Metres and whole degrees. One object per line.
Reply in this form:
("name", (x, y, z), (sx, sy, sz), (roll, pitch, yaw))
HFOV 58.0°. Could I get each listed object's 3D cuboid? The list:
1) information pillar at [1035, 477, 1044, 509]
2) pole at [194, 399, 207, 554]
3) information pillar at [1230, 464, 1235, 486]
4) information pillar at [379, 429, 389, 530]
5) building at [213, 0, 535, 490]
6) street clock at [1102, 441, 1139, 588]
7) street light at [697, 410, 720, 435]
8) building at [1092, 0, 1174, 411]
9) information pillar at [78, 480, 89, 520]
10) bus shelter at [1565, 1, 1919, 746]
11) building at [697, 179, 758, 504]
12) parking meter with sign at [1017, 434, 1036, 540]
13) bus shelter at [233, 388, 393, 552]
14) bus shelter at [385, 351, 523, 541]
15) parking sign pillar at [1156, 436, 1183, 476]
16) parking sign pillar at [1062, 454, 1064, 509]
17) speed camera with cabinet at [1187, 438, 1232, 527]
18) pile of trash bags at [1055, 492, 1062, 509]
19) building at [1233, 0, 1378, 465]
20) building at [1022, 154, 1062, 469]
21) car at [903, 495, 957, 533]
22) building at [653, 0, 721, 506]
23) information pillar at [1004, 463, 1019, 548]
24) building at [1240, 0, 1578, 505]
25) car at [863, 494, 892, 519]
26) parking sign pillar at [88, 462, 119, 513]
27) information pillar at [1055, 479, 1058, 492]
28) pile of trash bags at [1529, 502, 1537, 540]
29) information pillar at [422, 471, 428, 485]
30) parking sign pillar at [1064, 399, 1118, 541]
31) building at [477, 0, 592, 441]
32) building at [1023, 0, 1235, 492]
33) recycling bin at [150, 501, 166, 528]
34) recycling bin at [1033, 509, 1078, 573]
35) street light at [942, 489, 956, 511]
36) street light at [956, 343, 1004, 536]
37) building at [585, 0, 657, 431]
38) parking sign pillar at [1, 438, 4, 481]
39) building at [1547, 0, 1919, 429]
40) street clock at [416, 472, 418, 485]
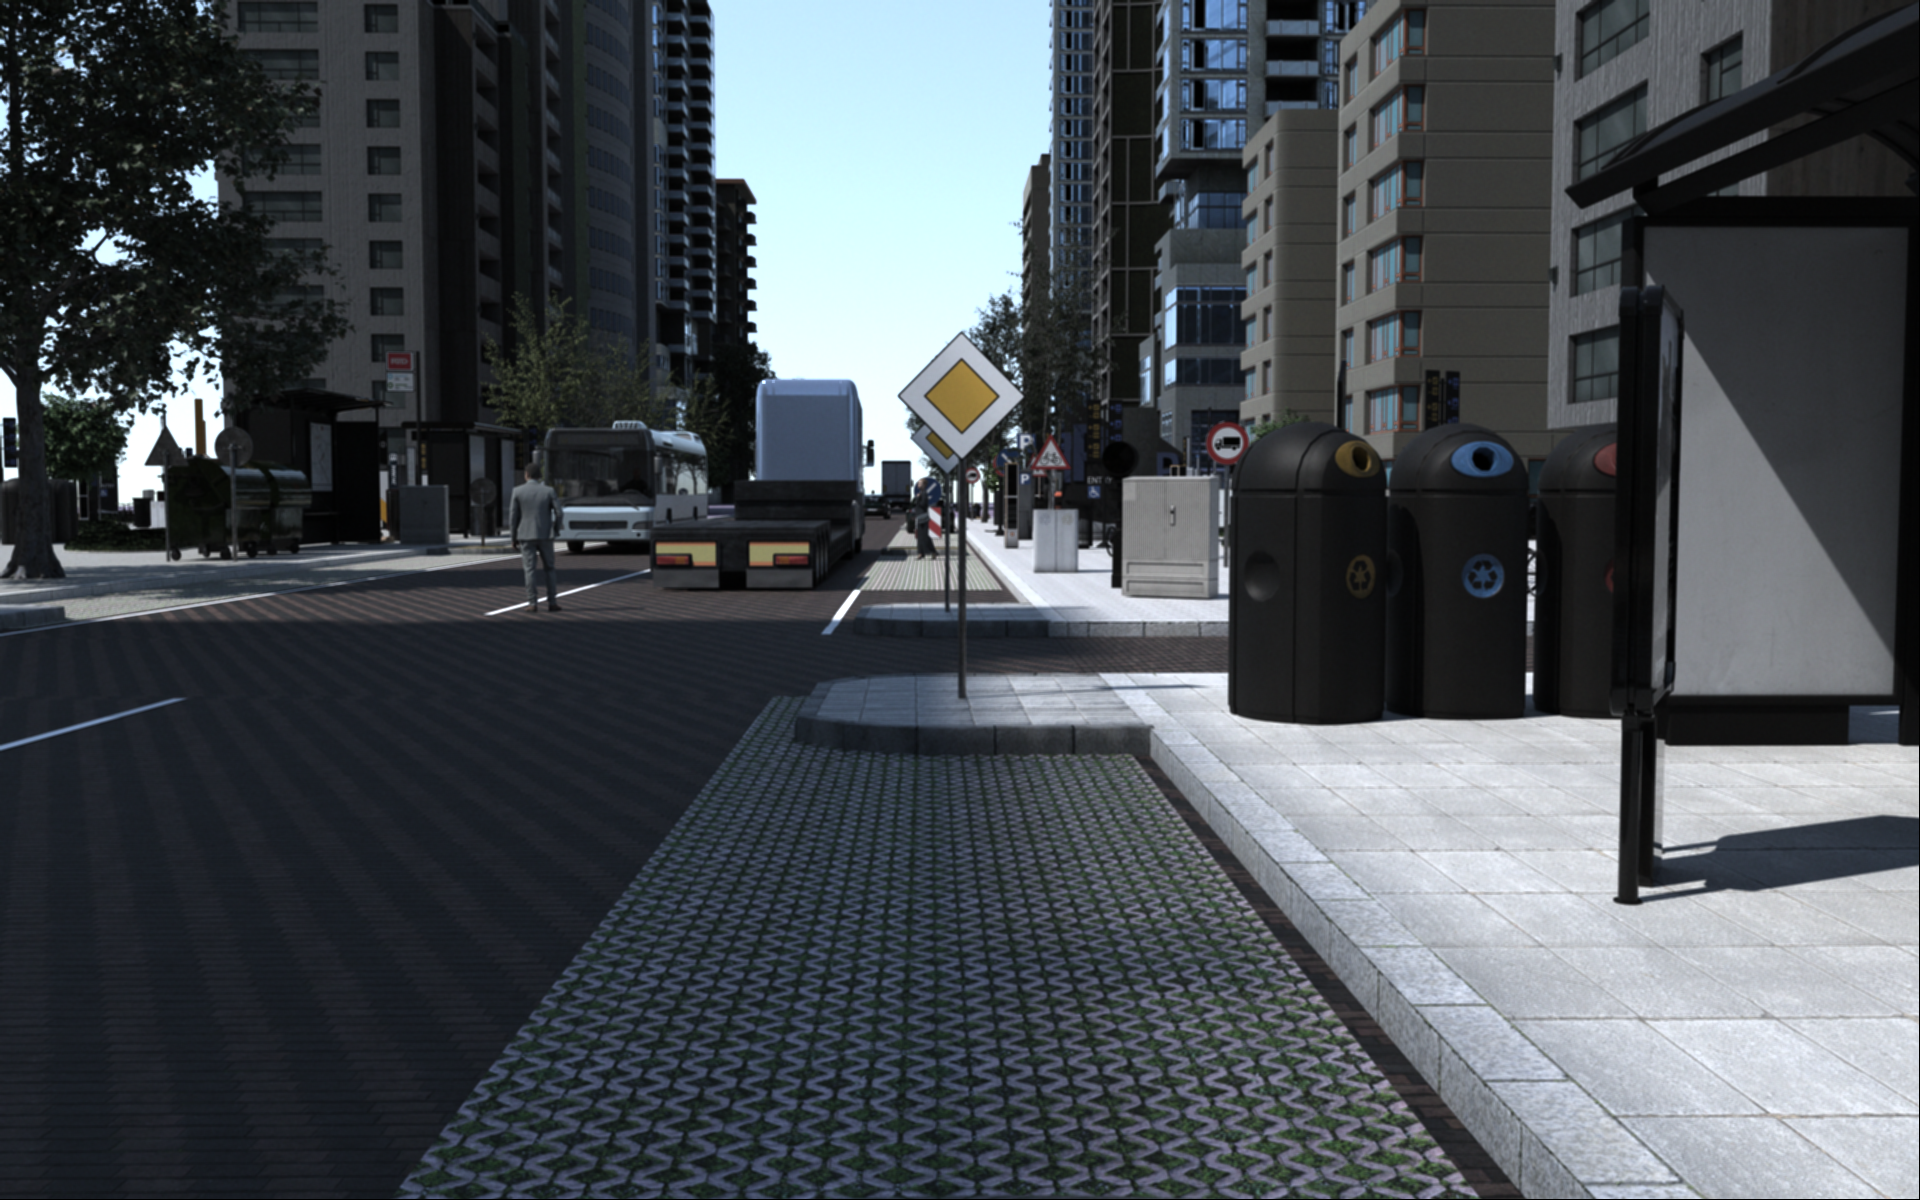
("information pillar", (3.061, -3.840, 67.270), (0.304, 2.012, 0.304), (3, 5, 40))
("pole", (-16.261, -2.645, 37.086), (0.158, 3.312, 0.155), (0, 3, 0))
("information pillar", (14.709, -6.242, 93.413), (0.183, 3.616, 0.504), (-1, 4, -18))
("information pillar", (-20.842, -4.348, 62.445), (0.504, 3.616, 0.183), (0, 4, -4))
("building", (-33.480, -20.130, 100.831), (14.160, 30.474, 14.107), (0, 4, -1))
("street clock", (2.187, -1.169, 23.679), (0.471, 2.002, 0.358), (1, 4, 17))
("street light", (-13.953, -7.529, 95.633), (1.470, 5.913, 1.316), (0, 4, -1))
("building", (20.301, -43.401, 147.853), (20.563, 71.187, 20.611), (0, 4, -1))
("information pillar", (-30.544, -3.417, 60.354), (0.304, 2.012, 0.304), (-2, 4, -30))
("bus shelter", (4.179, -0.756, 6.286), (2.014, 3.302, 5.546), (0, 4, -1))
("building", (-39.153, -35.449, 234.209), (22.147, 44.769, 28.867), (0, 4, -1))
("parking meter with sign", (1.841, -3.242, 49.270), (0.543, 3.016, 1.738), (0, 4, 5))
("bus shelter", (-15.329, -3.066, 41.420), (1.731, 3.624, 6.357), (0, 4, -1))
("bus shelter", (-15.057, -4.508, 51.334), (2.179, 5.291, 8.768), (0, 4, -1))
("parking sign pillar", (9.782, -5.631, 80.546), (1.447, 3.967, 1.447), (2, 4, 28))
("parking sign pillar", (3.894, -4.048, 54.651), (1.447, 3.967, 1.447), (1, 4, 16))
("speed camera with cabinet", (8.731, -4.063, 60.768), (2.038, 3.252, 0.660), (1, 4, 18))
("pile of trash bags", (4.634, -3.593, 68.502), (1.912, 1.369, 3.447), (2, 4, 30))
("building", (22.263, -49.440, 121.015), (22.319, 86.520, 31.000), (0, 4, -1))
("building", (19.956, -37.852, 242.584), (21.300, 48.544, 21.600), (0, 4, -1))
("car", (-1.107, -3.314, 63.966), (2.009, 1.686, 4.222), (0, 4, -2))
("building", (-39.343, -54.439, 202.755), (22.319, 86.520, 31.000), (0, 4, -1))
("information pillar", (1.216, -2.232, 40.987), (0.304, 2.012, 0.304), (0, 4, -7))
("building", (28.217, -13.930, 72.797), (27.650, 21.520, 28.899), (0, 4, -1))
("car", (-4.904, -5.474, 99.291), (2.009, 1.686, 4.222), (0, 4, 1))
("parking sign pillar", (-40.480, -5.701, 81.686), (1.447, 3.967, 1.447), (-3, 5, -41))
("information pillar", (4.530, -4.819, 83.286), (0.304, 2.012, 0.304), (1, 4, 21))
("pile of trash bags", (15.063, -2.369, 48.493), (3.447, 1.369, 1.912), (0, 4, 4))
("information pillar", (-23.128, -5.102, 74.766), (0.504, 3.616, 0.183), (0, 4, -3))
("parking sign pillar", (3.752, -3.661, 48.329), (1.447, 3.967, 1.447), (1, 4, 8))
("building", (-33.001, -26.396, 115.176), (14.154, 41.232, 14.086), (0, 4, -1))
("building", (19.846, -55.189, 215.003), (22.319, 86.520, 31.000), (0, 4, -1))
("recycling bin", (-28.295, -3.006, 61.705), (0.722, 1.027, 0.722), (1, 4, 19))
("recycling bin", (1.570, -0.976, 28.505), (0.722, 1.027, 0.722), (0, 4, 1))
("street light", (-0.092, -7.372, 93.076), (1.470, 5.913, 1.316), (0, 4, -1))
("street light", (0.699, -4.928, 53.107), (1.470, 5.913, 1.316), (0, 4, -1))
("building", (-36.749, -36.338, 136.119), (21.231, 58.520, 28.212), (0, 4, -1))
("parking sign pillar", (-46.544, -5.777, 82.922), (1.447, 3.967, 1.447), (-1, 4, -21))
("building", (21.499, -16.126, 35.362), (14.107, 30.474, 14.160), (0, 4, -1))
("street clock", (-17.579, -3.138, 55.880), (0.358, 2.002, 0.471), (-1, 4, -23))
